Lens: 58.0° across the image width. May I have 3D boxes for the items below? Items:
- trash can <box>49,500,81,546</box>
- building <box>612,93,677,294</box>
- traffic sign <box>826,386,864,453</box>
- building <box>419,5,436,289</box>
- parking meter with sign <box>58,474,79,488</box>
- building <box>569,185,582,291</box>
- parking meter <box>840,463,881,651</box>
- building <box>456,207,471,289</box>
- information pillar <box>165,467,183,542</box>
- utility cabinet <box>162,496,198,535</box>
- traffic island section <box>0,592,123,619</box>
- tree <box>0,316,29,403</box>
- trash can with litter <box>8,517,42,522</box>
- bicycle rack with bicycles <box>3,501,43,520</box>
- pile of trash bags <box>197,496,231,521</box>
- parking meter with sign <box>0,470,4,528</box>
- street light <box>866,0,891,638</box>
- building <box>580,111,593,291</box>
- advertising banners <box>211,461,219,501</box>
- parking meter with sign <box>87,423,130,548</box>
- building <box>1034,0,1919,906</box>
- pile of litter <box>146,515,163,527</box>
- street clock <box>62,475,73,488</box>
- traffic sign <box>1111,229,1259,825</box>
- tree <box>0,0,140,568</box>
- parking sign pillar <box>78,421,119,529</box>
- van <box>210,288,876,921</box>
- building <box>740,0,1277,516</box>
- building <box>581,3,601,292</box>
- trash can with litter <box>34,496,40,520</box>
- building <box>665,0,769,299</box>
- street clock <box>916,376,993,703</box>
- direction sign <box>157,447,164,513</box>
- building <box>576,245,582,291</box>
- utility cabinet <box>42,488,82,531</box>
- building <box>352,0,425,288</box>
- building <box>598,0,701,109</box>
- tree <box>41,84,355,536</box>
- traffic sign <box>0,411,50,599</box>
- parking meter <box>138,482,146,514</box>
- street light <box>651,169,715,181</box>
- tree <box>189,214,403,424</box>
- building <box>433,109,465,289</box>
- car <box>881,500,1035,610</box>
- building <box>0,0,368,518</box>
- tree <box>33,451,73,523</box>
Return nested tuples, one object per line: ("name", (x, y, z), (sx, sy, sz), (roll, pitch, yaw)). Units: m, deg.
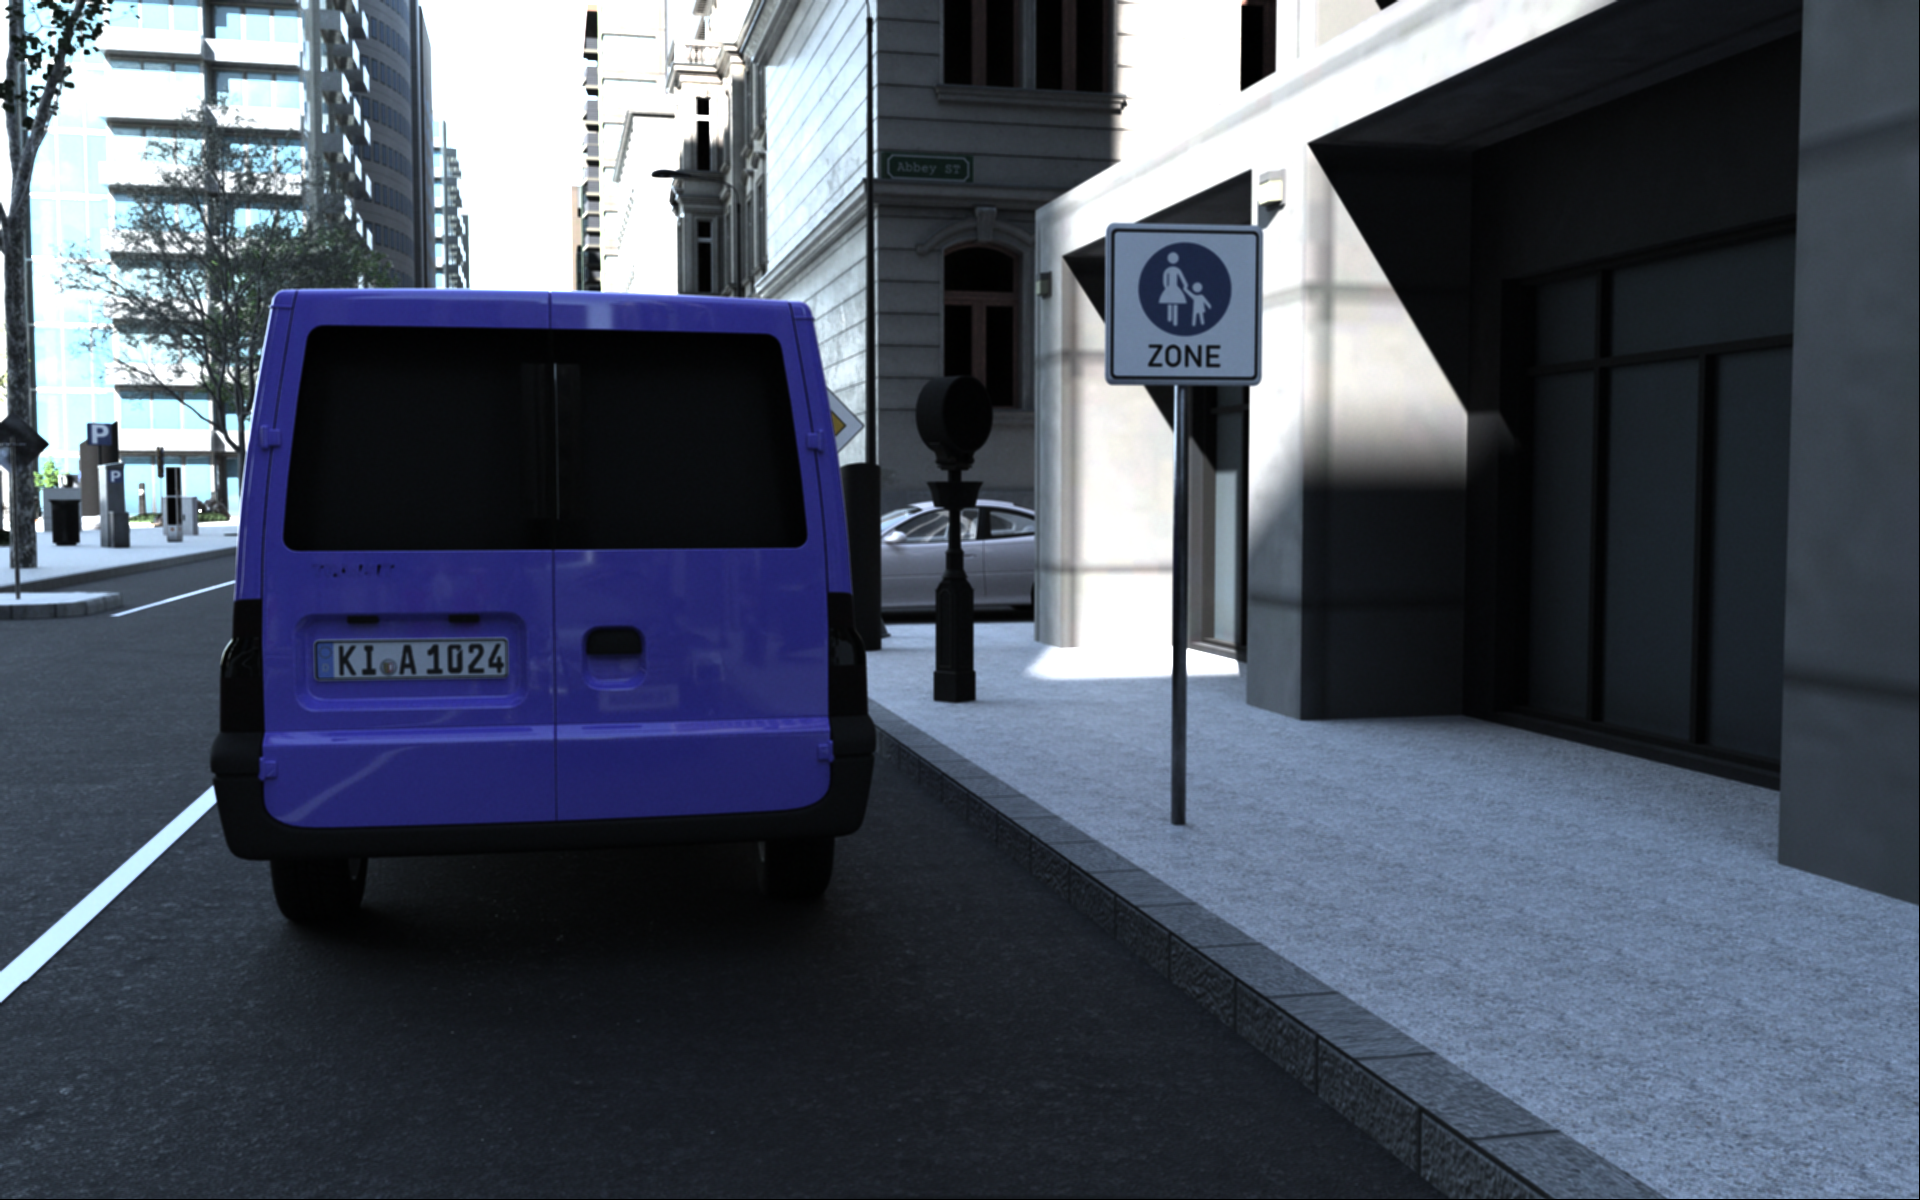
("trash can", (-22.378, -1.938, 43.337), (0.748, 1.137, 0.748), (0, 3, 0))
("building", (-12.296, -14.617, 88.134), (9.793, 20.994, 18.267), (-1, 4, -13))
("traffic sign", (-1.241, -0.715, 15.339), (0.795, 2.450, 0.064), (-1, 4, -13))
("building", (-54.723, -30.922, 155.680), (14.600, 45.320, 14.200), (-1, 4, -13))
("parking meter with sign", (-34.371, -4.315, 66.808), (1.738, 3.016, 0.543), (-3, 4, -36))
("building", (-47.925, -36.414, 245.486), (14.600, 45.320, 14.200), (-1, 4, -13))
("parking meter", (-0.836, -0.358, 14.268), (0.372, 1.533, 0.369), (0, 3, 0))
("building", (-74.670, -33.923, 238.239), (14.154, 41.232, 14.086), (-1, 4, -13))
("information pillar", (-21.108, -2.570, 46.505), (0.304, 2.012, 0.304), (0, 4, -2))
("utility cabinet", (-24.376, -2.628, 54.133), (1.020, 1.237, 0.306), (0, 4, 6))
("traffic island section", (-11.536, 0.068, 21.172), (2.009, 0.180, 2.903), (-1, 4, -13))
("tree", (-34.808, -6.723, 60.285), (4.737, 8.622, 4.395), (0, 3, 0))
("trash can with litter", (-43.190, -4.205, 79.801), (2.233, 1.210, 1.678), (1, 4, 14))
("bicycle rack with bicycles", (-46.915, -4.486, 86.731), (2.852, 0.926, 2.925), (1, 4, 10))
("pile of trash bags", (-35.615, -4.495, 83.250), (3.447, 1.369, 1.912), (-2, 4, -32))
("parking meter with sign", (-31.108, -3.631, 55.623), (0.543, 3.016, 1.738), (-1, 4, -13))
("street light", (-1.323, -2.613, 15.271), (1.470, 5.913, 1.316), (-1, 4, -13))
("building", (-34.205, -30.957, 189.742), (14.154, 41.232, 14.086), (-1, 4, -13))
("advertising banners", (-38.726, -5.744, 90.104), (0.090, 3.025, 2.074), (-1, 4, -13))
("parking meter with sign", (-20.548, -2.792, 41.908), (0.543, 3.016, 1.738), (-3, 5, -41))
("building", (12.969, -34.684, 5.342), (20.563, 71.187, 20.611), (-1, 4, -13))
("pile of litter", (-31.124, -3.323, 68.289), (1.719, 0.858, 1.176), (-1, 4, -14))
("street clock", (-33.882, -3.746, 65.815), (0.471, 2.002, 0.358), (3, 5, 41))
("traffic sign", (0.848, -0.277, 6.664), (0.606, 2.300, 0.079), (0, 4, -7))
("tree", (-17.800, -10.620, 29.520), (12.611, 20.169, 13.585), (0, 3, 0))
("parking sign pillar", (-31.494, -4.580, 63.347), (1.447, 3.967, 1.447), (-3, 4, -38))
("van", (-1.728, -0.197, 7.606), (2.240, 2.365, 5.245), (-1, 4, -12))
("building", (8.103, -15.018, 32.938), (23.554, 28.519, 14.401), (-1, 4, -13))
("building", (-22.820, -30.761, 157.574), (22.147, 44.769, 28.867), (-1, 4, -13))
("trash can with litter", (-45.158, -4.437, 83.933), (1.055, 1.170, 0.624), (1, 4, 20))
("building", (-3.211, -14.900, 62.706), (14.460, 24.649, 34.723), (-1, 4, -13))
("street clock", (-0.033, -0.375, 10.700), (0.358, 2.002, 0.471), (3, 5, 41))
("direction sign", (-38.267, -5.563, 82.953), (0.379, 3.537, 0.876), (0, 4, -7))
("building", (-37.811, -26.421, 203.677), (14.160, 30.474, 14.107), (-1, 4, -13))
("utility cabinet", (-30.579, -3.077, 58.996), (1.173, 1.500, 0.318), (-2, 4, -30))
("building", (-53.364, -36.180, 133.543), (21.231, 58.520, 28.212), (-1, 4, -13))
("building", (-15.375, -25.969, 108.183), (14.154, 41.232, 14.086), (-1, 4, -13))
("tree", (-22.205, -8.725, 53.019), (12.009, 13.543, 11.850), (0, 3, 0))
("traffic sign", (-11.515, -1.069, 21.116), (0.795, 2.450, 0.064), (-1, 4, -13))
("parking meter", (-40.620, -4.912, 86.014), (0.255, 1.863, 0.399), (-1, 4, -12))
("street light", (-3.727, -3.211, 25.039), (1.470, 5.913, 1.316), (-1, 4, -13))
("tree", (-24.180, -8.424, 63.483), (9.928, 11.665, 9.643), (0, 3, 0))
("building", (-73.280, -36.424, 215.137), (23.786, 49.044, 30.456), (-1, 4, -13))
("car", (-0.316, -0.491, 20.393), (4.827, 1.381, 2.083), (-1, 4, -13))
("building", (-48.218, -29.685, 104.955), (23.786, 49.044, 30.456), (-1, 4, -13))
("tree", (-40.712, -5.063, 77.378), (1.663, 3.219, 1.824), (0, 3, 0))
